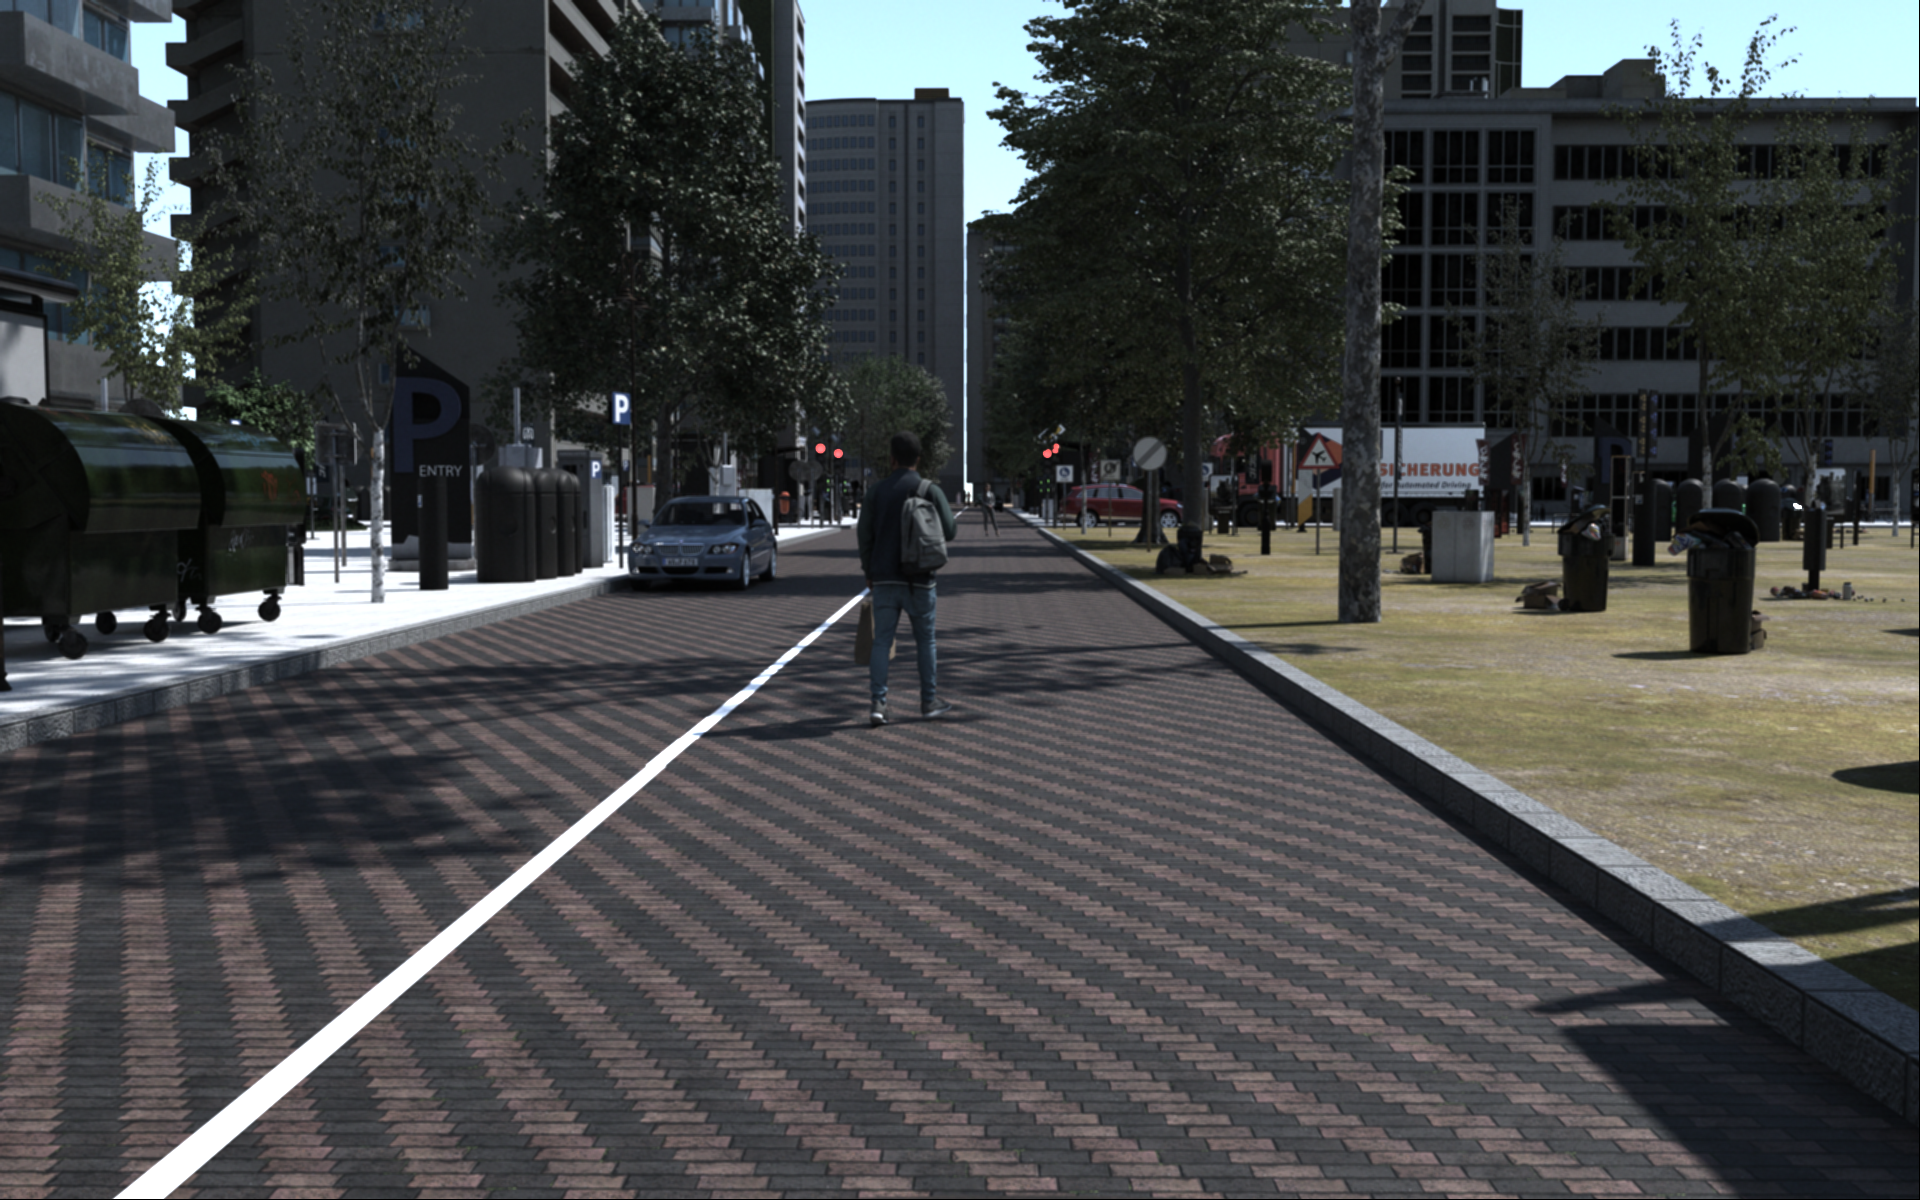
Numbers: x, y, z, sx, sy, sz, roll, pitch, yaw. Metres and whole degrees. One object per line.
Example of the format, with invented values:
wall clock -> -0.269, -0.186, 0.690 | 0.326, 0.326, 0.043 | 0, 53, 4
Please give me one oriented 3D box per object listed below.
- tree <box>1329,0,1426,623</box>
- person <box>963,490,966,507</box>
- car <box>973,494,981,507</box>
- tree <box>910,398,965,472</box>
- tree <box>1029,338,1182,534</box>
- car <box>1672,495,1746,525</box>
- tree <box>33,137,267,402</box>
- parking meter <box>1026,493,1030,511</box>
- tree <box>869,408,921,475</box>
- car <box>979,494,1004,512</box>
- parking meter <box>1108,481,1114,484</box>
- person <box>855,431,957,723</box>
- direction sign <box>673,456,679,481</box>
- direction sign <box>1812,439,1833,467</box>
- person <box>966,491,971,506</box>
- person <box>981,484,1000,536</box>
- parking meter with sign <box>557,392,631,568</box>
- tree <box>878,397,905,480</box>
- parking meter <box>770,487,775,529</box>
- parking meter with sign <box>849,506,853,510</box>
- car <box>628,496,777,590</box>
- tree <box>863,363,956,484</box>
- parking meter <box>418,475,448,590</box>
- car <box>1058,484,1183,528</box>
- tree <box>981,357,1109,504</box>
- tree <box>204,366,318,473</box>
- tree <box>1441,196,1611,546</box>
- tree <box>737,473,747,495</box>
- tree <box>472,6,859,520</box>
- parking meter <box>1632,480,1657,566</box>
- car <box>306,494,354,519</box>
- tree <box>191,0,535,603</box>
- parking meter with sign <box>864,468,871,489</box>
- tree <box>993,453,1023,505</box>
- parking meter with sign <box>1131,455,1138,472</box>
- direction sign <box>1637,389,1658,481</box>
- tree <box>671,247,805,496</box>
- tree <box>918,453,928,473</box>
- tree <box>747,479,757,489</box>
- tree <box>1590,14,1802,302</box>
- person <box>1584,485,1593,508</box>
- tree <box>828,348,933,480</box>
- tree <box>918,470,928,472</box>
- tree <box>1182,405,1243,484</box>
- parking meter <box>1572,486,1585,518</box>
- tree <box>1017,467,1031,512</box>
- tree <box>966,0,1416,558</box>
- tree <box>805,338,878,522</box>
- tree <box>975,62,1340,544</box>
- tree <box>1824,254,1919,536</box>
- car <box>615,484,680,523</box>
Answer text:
tree -> 5.345, -9.802, 16.157 | 12.611, 20.169, 13.585 | 0, 3, 0
person -> 0.528, -11.616, 198.058 | 0.705, 1.869, 1.348 | 0, 4, 1
car -> 2.529, -11.130, 193.765 | 2.131, 1.459, 4.920 | 0, 4, 1
tree -> -4.438, -18.318, 209.873 | 12.009, 13.543, 11.850 | 0, 3, 0
tree -> 4.176, -6.400, 55.002 | 4.360, 8.622, 3.978 | 0, 3, 0
car -> 28.803, -3.664, 68.696 | 4.718, 1.807, 1.959 | 0, 4, 2
tree -> -17.266, -5.277, 36.641 | 4.737, 8.622, 4.395 | 0, 3, 0
parking meter -> 5.075, -7.578, 129.611 | 0.255, 1.863, 0.399 | 0, 4, 7
tree -> -5.124, -11.770, 142.807 | 4.737, 8.622, 4.395 | 0, 3, 0
car -> 2.559, -7.872, 138.492 | 2.009, 1.686, 4.222 | 0, 4, 1
parking meter -> 6.827, -4.447, 78.424 | 0.255, 1.863, 0.399 | 0, 4, 2
person -> -0.392, -0.144, 10.844 | 0.794, 1.824, 0.713 | 2, 4, 25
direction sign -> -17.044, -6.872, 104.362 | 0.876, 3.537, 0.379 | 2, 4, 29
direction sign -> 35.618, -4.871, 71.635 | 0.876, 3.537, 0.379 | 0, 4, -4
person -> 0.963, -11.769, 200.856 | 0.705, 1.831, 1.348 | -2, 4, -35
person -> 1.031, -3.080, 59.135 | 0.520, 1.790, 0.573 | -3, 5, -39
parking meter with sign -> -6.609, -2.073, 30.152 | 1.738, 3.016, 0.543 | 2, 4, 23
tree -> -5.610, -9.427, 104.485 | 4.360, 8.622, 3.978 | 0, 3, 0
parking meter -> -6.984, -3.399, 63.988 | 0.372, 1.533, 0.369 | 0, 3, 0
parking meter with sign -> -8.823, -8.561, 136.238 | 0.543, 3.016, 1.738 | -2, 4, -35
car -> -3.982, -0.940, 27.370 | 2.014, 1.417, 4.499 | 0, 4, 2
tree -> -4.997, -16.118, 170.180 | 9.857, 13.997, 8.962 | 0, 3, 0
parking meter -> -7.064, -0.905, 23.216 | 0.372, 1.533, 0.369 | 0, 3, 0
car -> 6.514, -3.657, 68.471 | 5.304, 1.827, 2.281 | 0, 4, 1
tree -> 5.092, -10.042, 98.601 | 7.601, 10.594, 8.767 | 1, 4, 12
tree -> -18.057, -3.728, 44.663 | 4.285, 4.588, 4.351 | 0, 3, 0
tree -> 13.966, -5.636, 42.516 | 4.360, 8.622, 3.978 | 0, 3, 0
tree -> -16.526, -8.099, 127.019 | 1.663, 3.219, 1.824 | 0, 3, 0
tree -> -6.951, -7.581, 40.954 | 9.611, 12.733, 9.660 | 0, 3, 0
parking meter -> 12.259, -1.383, 31.021 | 0.372, 1.533, 0.369 | 0, 3, 0
car -> -26.317, -3.617, 68.929 | 4.222, 1.686, 2.009 | 0, 4, -1
tree -> -6.984, -4.288, 20.468 | 4.360, 8.622, 3.978 | 0, 3, 0
parking meter with sign -> -5.936, -7.422, 117.612 | 0.543, 3.016, 1.738 | 1, 4, 21
tree -> 6.187, -15.867, 209.792 | 4.737, 8.622, 4.395 | 0, 3, 0
parking meter with sign -> 8.122, -4.934, 76.924 | 0.543, 3.016, 1.738 | 1, 4, 22
direction sign -> 14.890, -2.787, 37.568 | 0.876, 3.537, 0.379 | -3, 5, -43
tree -> -6.984, -6.071, 49.631 | 4.360, 8.622, 3.978 | 0, 3, 0
tree -> -4.492, -14.900, 193.973 | 4.360, 8.622, 3.978 | 0, 3, 0
tree -> -13.563, -7.690, 120.340 | 1.663, 3.219, 1.824 | 0, 3, 0
tree -> 12.007, -4.693, 27.093 | 4.737, 8.622, 4.395 | 0, 3, 0
person -> 24.548, -3.579, 67.008 | 0.794, 1.824, 0.713 | -3, 4, -38
tree -> -5.654, -12.021, 122.299 | 9.928, 11.665, 9.643 | 0, 3, 0
tree -> -4.701, -12.488, 187.886 | 4.285, 4.588, 4.351 | 0, 3, 0
tree -> 11.525, -7.845, 78.631 | 4.360, 8.622, 3.978 | 0, 3, 0
parking meter -> 20.516, -2.999, 57.442 | 0.372, 1.533, 0.369 | 0, 3, 0
tree -> 4.951, -7.885, 123.525 | 1.663, 3.219, 1.824 | 0, 3, 0
tree -> 3.669, -6.826, 29.737 | 7.486, 12.596, 7.792 | 0, 3, 0
tree -> -6.245, -7.974, 80.732 | 4.360, 8.622, 3.978 | 0, 3, 0
tree -> 5.042, -7.819, 44.845 | 9.611, 12.733, 9.660 | 0, 3, 0
tree -> 28.342, -6.236, 52.329 | 4.360, 8.622, 3.978 | 0, 3, 0
car -> -11.154, -3.680, 68.849 | 5.304, 1.827, 2.281 | 0, 4, -1
